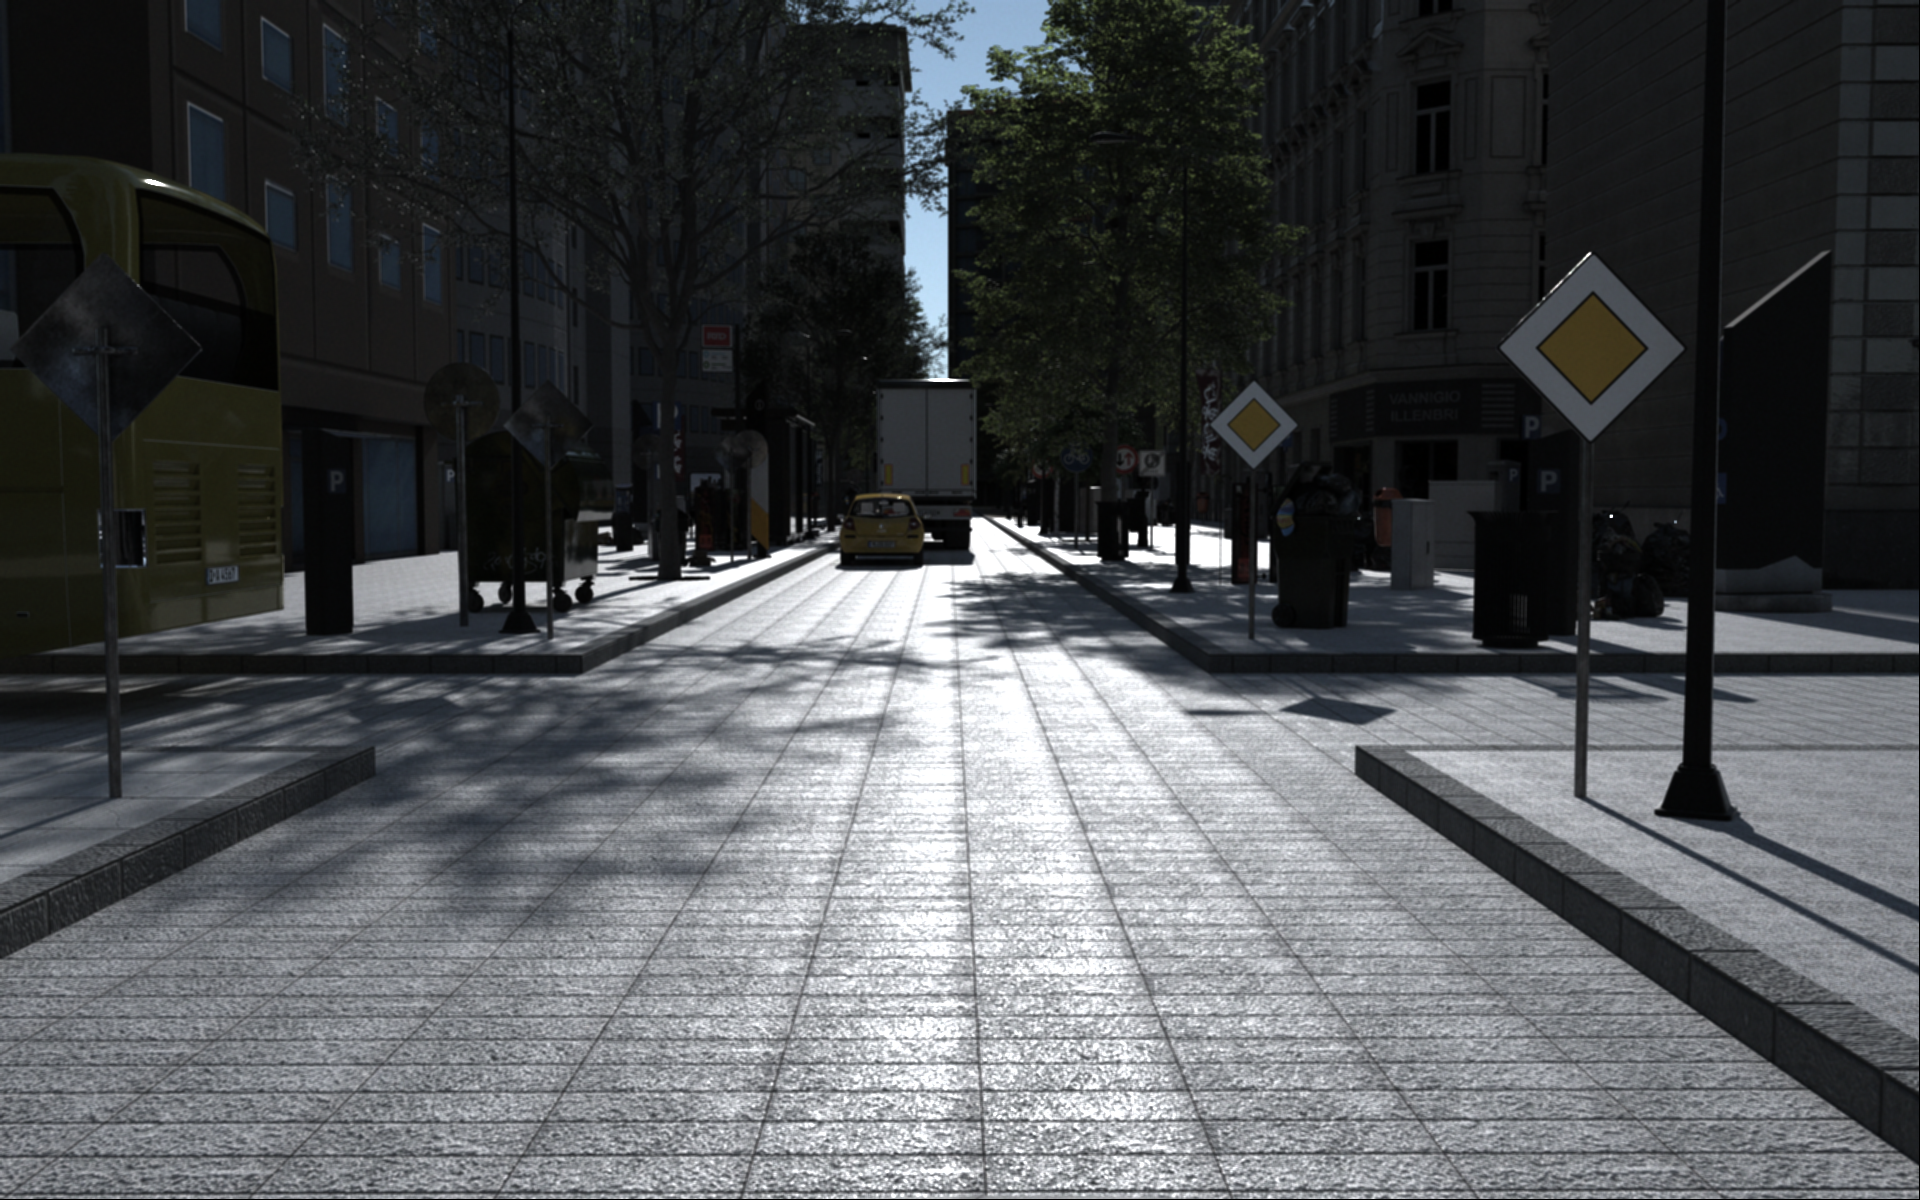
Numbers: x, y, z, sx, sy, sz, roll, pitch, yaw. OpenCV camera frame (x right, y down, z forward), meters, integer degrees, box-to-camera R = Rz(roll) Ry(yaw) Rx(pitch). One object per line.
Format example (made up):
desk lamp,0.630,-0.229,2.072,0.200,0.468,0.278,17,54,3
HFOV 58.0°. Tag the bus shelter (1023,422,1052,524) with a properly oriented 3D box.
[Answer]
bus shelter,4.026,-6.181,78.697,2.179,5.291,8.768,0,4,0

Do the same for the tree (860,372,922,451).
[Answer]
tree,-4.947,-12.789,134.847,9.928,11.665,9.643,0,3,0

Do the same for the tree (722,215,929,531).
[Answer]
tree,-4.639,-7.618,58.969,8.767,10.594,7.601,2,4,31

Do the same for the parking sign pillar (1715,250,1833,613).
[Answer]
parking sign pillar,8.946,-1.882,19.243,1.447,3.967,1.447,-1,4,-17

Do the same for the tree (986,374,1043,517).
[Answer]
tree,3.597,-8.896,95.819,4.360,8.622,3.978,0,3,0

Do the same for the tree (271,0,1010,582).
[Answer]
tree,-4.393,-7.051,25.654,12.009,13.543,11.850,0,3,0

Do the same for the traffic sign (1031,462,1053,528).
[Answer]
traffic sign,2.696,-3.476,56.935,0.768,2.556,0.104,0,4,2

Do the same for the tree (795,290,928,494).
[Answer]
tree,-4.818,-10.511,89.978,7.486,12.596,7.792,0,3,0

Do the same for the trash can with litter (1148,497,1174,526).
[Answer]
trash can with litter,8.130,-3.584,69.986,1.055,1.170,0.624,1,4,12

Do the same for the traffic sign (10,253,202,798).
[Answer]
traffic sign,-3.567,-0.221,7.262,0.795,2.450,0.064,0,4,0

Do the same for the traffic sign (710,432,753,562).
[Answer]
traffic sign,-4.273,-1.910,32.422,0.795,2.450,0.064,0,4,1

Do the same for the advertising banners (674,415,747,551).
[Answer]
advertising banners,-5.665,-2.594,38.604,2.074,3.025,0.090,-3,4,-38

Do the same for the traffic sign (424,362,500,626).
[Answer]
traffic sign,-4.815,-1.017,16.737,0.768,2.556,0.104,0,4,7

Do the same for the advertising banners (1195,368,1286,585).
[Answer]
advertising banners,4.082,-1.740,24.641,2.074,3.025,0.090,-3,4,-36

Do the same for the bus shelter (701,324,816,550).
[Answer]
bus shelter,-5.038,-4.035,43.608,2.179,5.291,8.768,0,4,-1

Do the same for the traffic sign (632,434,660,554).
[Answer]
traffic sign,-6.605,-2.245,36.805,0.768,2.556,0.104,0,4,6

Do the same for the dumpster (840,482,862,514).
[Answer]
dumpster,-5.236,-4.596,80.908,1.264,1.857,1.865,0,4,0

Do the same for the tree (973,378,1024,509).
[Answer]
tree,3.233,-13.690,149.593,9.928,11.665,9.643,0,3,0

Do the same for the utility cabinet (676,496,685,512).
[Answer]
utility cabinet,-9.337,-2.744,56.019,1.020,1.237,0.306,3,5,42

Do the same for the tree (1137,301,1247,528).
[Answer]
tree,8.575,-6.981,64.499,4.360,8.622,3.978,0,3,0

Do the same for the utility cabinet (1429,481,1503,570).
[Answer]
utility cabinet,8.419,-1.235,28.873,1.173,1.500,0.318,3,5,42

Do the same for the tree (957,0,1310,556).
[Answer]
tree,3.491,-7.194,35.752,7.486,12.596,7.792,0,3,0

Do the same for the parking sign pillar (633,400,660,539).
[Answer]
parking sign pillar,-8.973,-3.773,50.167,1.447,3.967,1.447,1,4,17

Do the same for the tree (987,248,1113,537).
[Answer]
tree,2.872,-6.236,52.315,4.737,8.622,4.395,0,3,0

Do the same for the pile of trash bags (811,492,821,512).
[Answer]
pile of trash bags,-8.182,-4.387,81.472,3.447,1.369,1.912,1,4,17

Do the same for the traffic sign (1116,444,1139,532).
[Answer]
traffic sign,4.196,-2.704,44.318,0.768,2.556,0.104,0,4,3

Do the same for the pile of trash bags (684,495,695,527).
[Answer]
pile of trash bags,-11.380,-3.540,67.636,1.912,1.369,3.447,0,4,-2

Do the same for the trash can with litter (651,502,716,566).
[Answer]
trash can with litter,-4.935,-1.193,30.895,1.055,1.170,0.624,-2,4,-35

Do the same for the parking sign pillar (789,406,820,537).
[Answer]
parking sign pillar,-4.985,-3.911,52.416,1.447,3.967,1.447,-2,4,-26

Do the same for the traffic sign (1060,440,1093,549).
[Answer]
traffic sign,2.734,-2.480,40.659,0.768,2.556,0.104,0,4,4

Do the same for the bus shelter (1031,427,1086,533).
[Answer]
bus shelter,3.453,-4.228,60.411,1.731,3.624,6.357,0,4,0

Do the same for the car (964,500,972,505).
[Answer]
car,-0.243,-5.847,105.827,2.015,1.641,3.980,0,4,-1

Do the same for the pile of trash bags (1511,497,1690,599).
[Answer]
pile of trash bags,8.869,-0.760,22.186,3.447,1.369,1.912,-1,4,-10

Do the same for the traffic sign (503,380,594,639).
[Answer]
traffic sign,-3.618,-0.710,15.247,0.795,2.450,0.064,0,4,0

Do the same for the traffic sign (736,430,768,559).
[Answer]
traffic sign,-4.178,-2.091,34.296,0.768,2.556,0.104,1,4,9

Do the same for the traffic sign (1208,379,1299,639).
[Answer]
traffic sign,2.576,-0.711,15.266,0.795,2.450,0.064,0,4,0

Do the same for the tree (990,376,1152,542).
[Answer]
tree,3.540,-3.876,47.089,4.285,4.588,4.351,0,3,0

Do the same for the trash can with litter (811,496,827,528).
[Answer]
trash can with litter,-5.621,-3.332,65.528,1.678,1.210,2.233,0,3,0

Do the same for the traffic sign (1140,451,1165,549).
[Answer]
traffic sign,4.478,-2.343,40.430,0.606,2.300,0.079,0,4,3

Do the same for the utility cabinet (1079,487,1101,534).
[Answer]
utility cabinet,4.178,-2.874,55.671,0.318,1.500,1.173,-1,4,-17

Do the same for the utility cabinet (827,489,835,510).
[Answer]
utility cabinet,-5.491,-3.993,73.962,0.318,1.500,1.173,0,4,-2

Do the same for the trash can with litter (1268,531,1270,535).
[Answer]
trash can with litter,9.974,-2.667,54.655,1.678,1.210,2.233,-2,4,-33

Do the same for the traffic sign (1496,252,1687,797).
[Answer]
traffic sign,2.627,-0.223,7.281,0.795,2.450,0.064,0,4,0

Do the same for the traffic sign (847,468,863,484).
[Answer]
traffic sign,-5.132,-5.160,84.469,0.768,2.556,0.104,0,4,1

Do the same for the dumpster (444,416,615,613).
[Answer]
dumpster,-4.812,-1.037,19.452,1.502,2.255,1.985,0,4,0

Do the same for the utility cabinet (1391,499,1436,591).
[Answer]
utility cabinet,6.146,-0.752,23.459,0.306,1.237,1.020,2,4,32

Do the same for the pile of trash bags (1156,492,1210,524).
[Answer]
pile of trash bags,9.169,-4.020,75.472,3.447,1.369,1.912,1,4,12

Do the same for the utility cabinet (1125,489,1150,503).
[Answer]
utility cabinet,8.050,-4.290,78.826,1.173,1.500,0.318,0,4,-5

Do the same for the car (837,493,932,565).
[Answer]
car,-1.599,-1.592,36.247,2.015,1.641,3.980,0,4,-1
